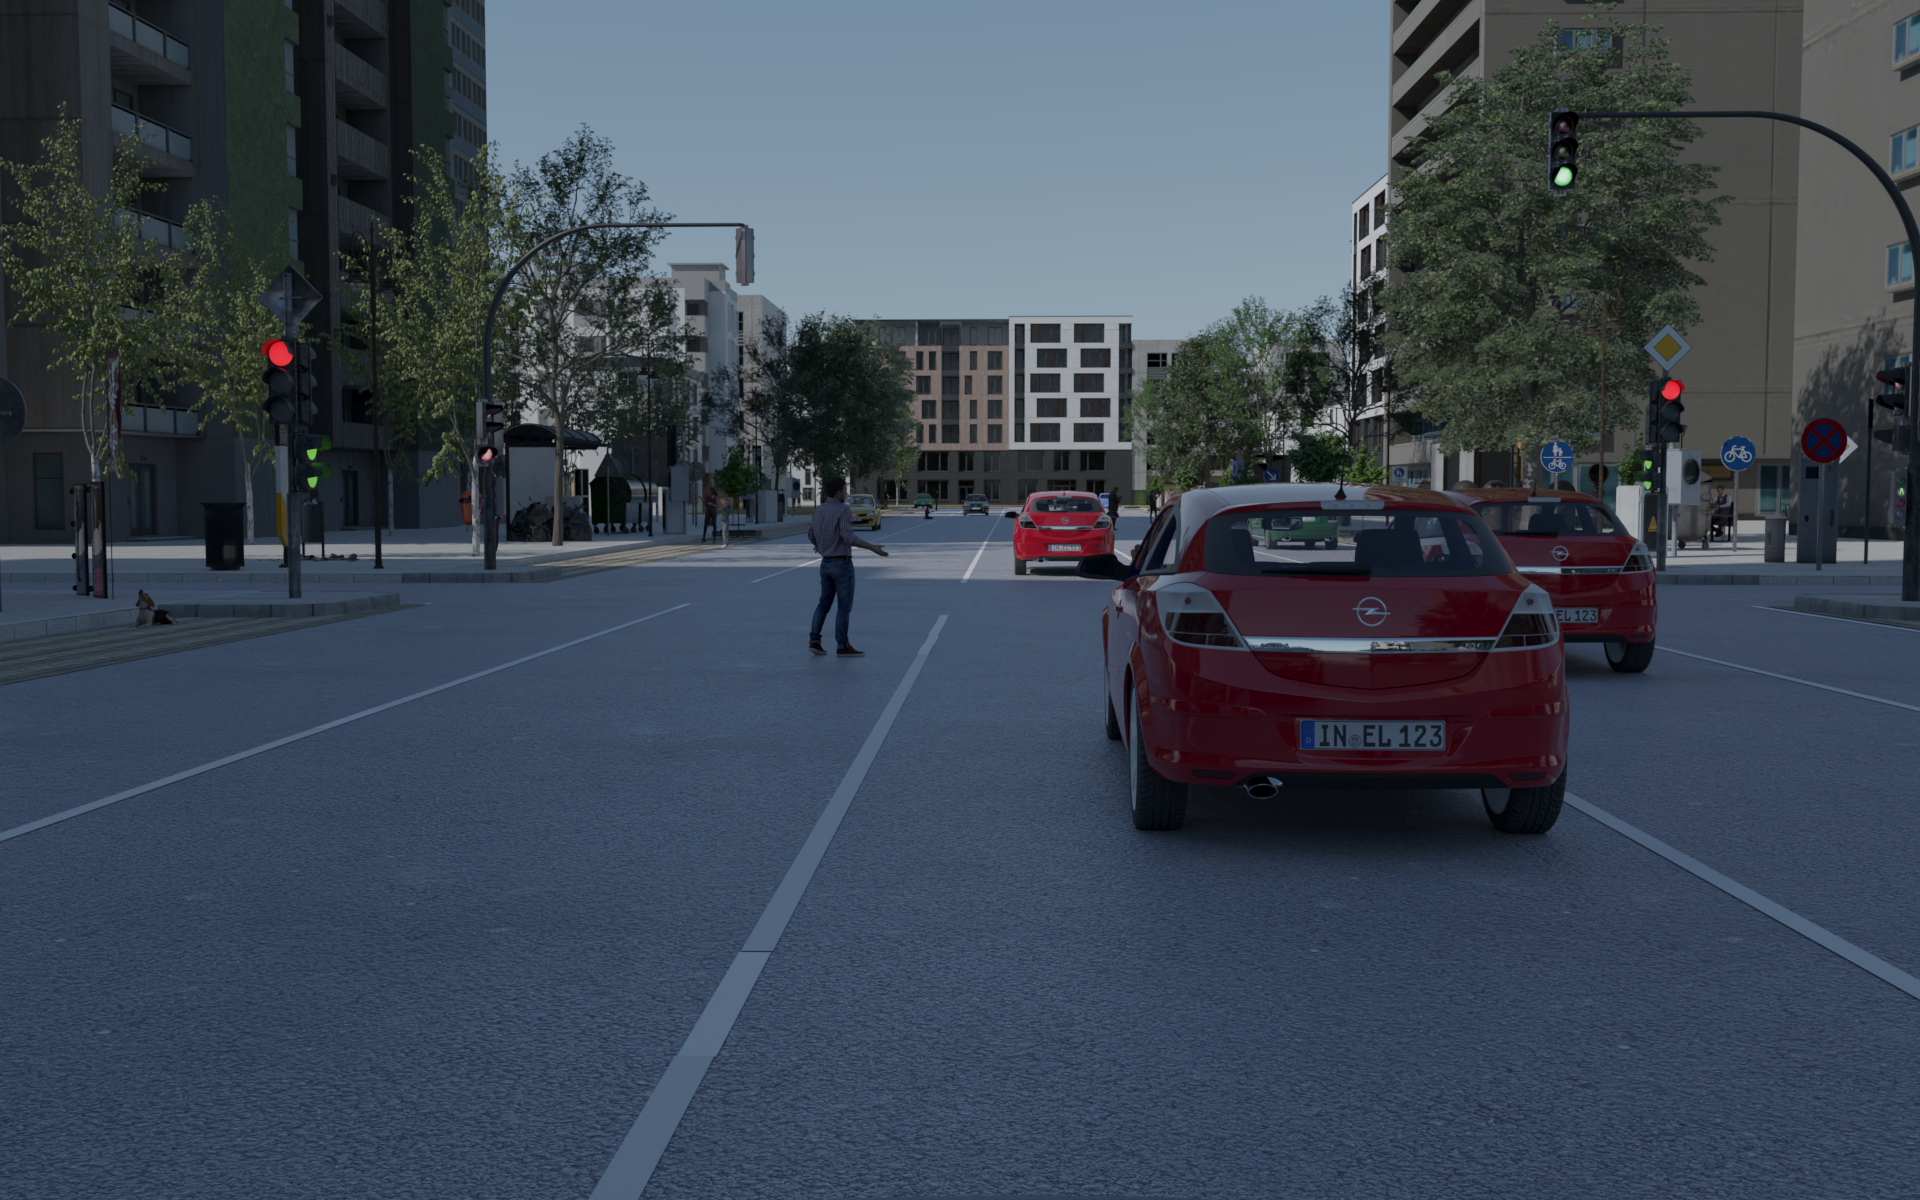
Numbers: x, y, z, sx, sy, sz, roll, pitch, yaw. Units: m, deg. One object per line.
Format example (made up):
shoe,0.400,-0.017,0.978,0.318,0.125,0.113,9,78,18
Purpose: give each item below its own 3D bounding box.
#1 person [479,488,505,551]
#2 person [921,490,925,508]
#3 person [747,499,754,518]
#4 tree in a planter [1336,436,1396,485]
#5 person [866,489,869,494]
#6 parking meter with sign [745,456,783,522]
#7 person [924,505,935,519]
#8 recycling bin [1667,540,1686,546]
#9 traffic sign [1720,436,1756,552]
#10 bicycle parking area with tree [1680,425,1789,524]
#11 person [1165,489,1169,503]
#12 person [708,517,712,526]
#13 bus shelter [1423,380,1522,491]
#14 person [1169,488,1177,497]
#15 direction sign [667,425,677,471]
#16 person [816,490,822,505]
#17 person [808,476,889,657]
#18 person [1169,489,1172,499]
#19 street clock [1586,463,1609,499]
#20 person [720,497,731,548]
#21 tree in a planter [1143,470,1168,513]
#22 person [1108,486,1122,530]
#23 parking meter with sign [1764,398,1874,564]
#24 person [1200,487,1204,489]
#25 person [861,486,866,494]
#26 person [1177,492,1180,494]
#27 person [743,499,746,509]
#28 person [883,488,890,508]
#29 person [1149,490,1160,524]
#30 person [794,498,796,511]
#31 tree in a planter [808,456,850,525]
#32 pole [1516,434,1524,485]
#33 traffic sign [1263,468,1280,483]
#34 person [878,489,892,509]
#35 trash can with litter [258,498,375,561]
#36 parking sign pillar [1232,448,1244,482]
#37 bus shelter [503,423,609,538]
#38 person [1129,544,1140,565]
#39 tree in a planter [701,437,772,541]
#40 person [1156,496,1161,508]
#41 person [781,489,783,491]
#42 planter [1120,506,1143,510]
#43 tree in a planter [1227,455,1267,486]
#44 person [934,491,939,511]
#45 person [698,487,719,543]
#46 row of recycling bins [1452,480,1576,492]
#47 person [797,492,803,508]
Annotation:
person,-10.566,-1.841,38.844,0.574,1.496,0.600,2,4,29
person,-3.839,-10.455,179.532,0.705,1.812,1.348,0,4,2
person,-11.159,-5.155,91.803,0.593,1.643,0.415,0,4,1
tree in a planter,12.422,-3.432,53.334,1.991,3.239,1.994,0,4,2
person,-8.206,-8.951,153.074,1.217,1.739,0.721,3,4,38
parking meter with sign,-8.997,-5.087,79.426,1.738,3.016,0.543,-2,4,-25
person,-1.741,-5.000,98.530,0.655,0.850,0.859,1,4,18
recycling bin,17.647,-1.867,43.084,0.722,1.027,0.722,2,4,28
traffic sign,17.142,-2.333,38.250,0.768,2.556,0.104,0,4,2
bicycle parking area with tree,32.189,-5.108,70.520,9.016,4.147,8.231,-3,5,-44
person,20.323,-10.004,170.268,0.621,1.740,0.551,1,4,11
person,-9.958,-3.230,69.326,0.381,0.543,0.357,3,4,37
bus shelter,16.846,-4.887,57.540,2.179,5.291,8.768,0,4,2
person,19.743,-9.388,159.554,1.348,1.823,0.705,-2,4,-30
direction sign,-9.497,-3.984,57.133,0.379,3.537,0.876,-2,4,-28
person,-12.005,-8.856,150.847,1.348,1.824,0.705,1,4,20
person,-1.077,-0.296,15.305,0.963,1.587,0.435,3,5,39
person,21.218,-10.318,174.739,0.705,1.824,1.348,2,4,29
street clock,15.107,-2.233,41.074,0.471,2.002,0.358,0,4,6
person,-6.259,-2.058,46.052,0.340,1.345,0.435,-2,4,-26
tree in a planter,14.797,-8.149,130.454,1.991,3.239,1.994,0,4,2
person,6.152,-3.638,68.660,0.600,1.739,0.565,-3,5,-43
parking meter with sign,15.881,-2.189,32.057,1.738,3.016,0.543,2,4,27
person,19.306,-8.094,138.015,1.348,1.869,0.705,-2,4,-27
person,-6.854,-7.355,126.169,0.599,1.838,0.709,-2,4,-33
person,17.406,-7.820,137.117,0.599,1.433,0.991,0,4,-2
person,-18.252,-8.596,146.592,0.705,1.823,1.348,2,4,34
person,-6.810,-9.338,158.736,0.705,1.822,1.348,-2,4,-26
person,9.443,-4.528,84.005,0.593,1.643,0.415,1,4,19
person,-12.579,-7.652,131.865,0.721,1.735,1.217,-1,4,-16
tree in a planter,-6.057,-5.136,81.189,1.991,3.239,1.994,0,4,2
pole,18.496,-3.877,57.237,0.158,3.312,0.155,0,3,0
traffic sign,15.074,-5.123,83.866,0.768,2.556,0.104,1,4,9
person,-6.382,-8.652,148.026,1.217,1.766,0.721,-1,4,-10
trash can with litter,-12.242,-1.363,33.345,2.233,1.210,1.678,2,4,24
parking sign pillar,16.237,-6.871,100.810,1.447,3.967,1.447,0,4,-6
bus shelter,-12.209,-3.561,52.149,2.014,3.302,5.546,0,4,2
person,3.192,-0.726,30.846,0.357,0.543,0.381,1,4,23
tree in a planter,-6.911,-3.468,53.917,1.991,3.239,1.994,0,4,2
person,17.897,-9.097,155.454,0.551,1.740,0.621,-2,4,-33
person,-15.192,-8.613,147.545,1.217,1.739,0.721,2,4,25
planter,15.608,-8.339,157.474,1.991,0.319,1.994,0,4,2
tree in a planter,13.253,-5.079,80.265,1.991,3.239,1.994,0,4,2
person,-1.877,-8.337,145.626,0.721,1.723,1.217,0,4,3
person,-7.296,-2.467,50.307,0.593,1.643,0.415,-1,4,-20
row of recycling bins,16.137,-2.659,50.585,3.534,1.692,1.069,2,4,27
person,-14.715,-9.296,158.031,0.705,1.824,1.348,2,4,35
